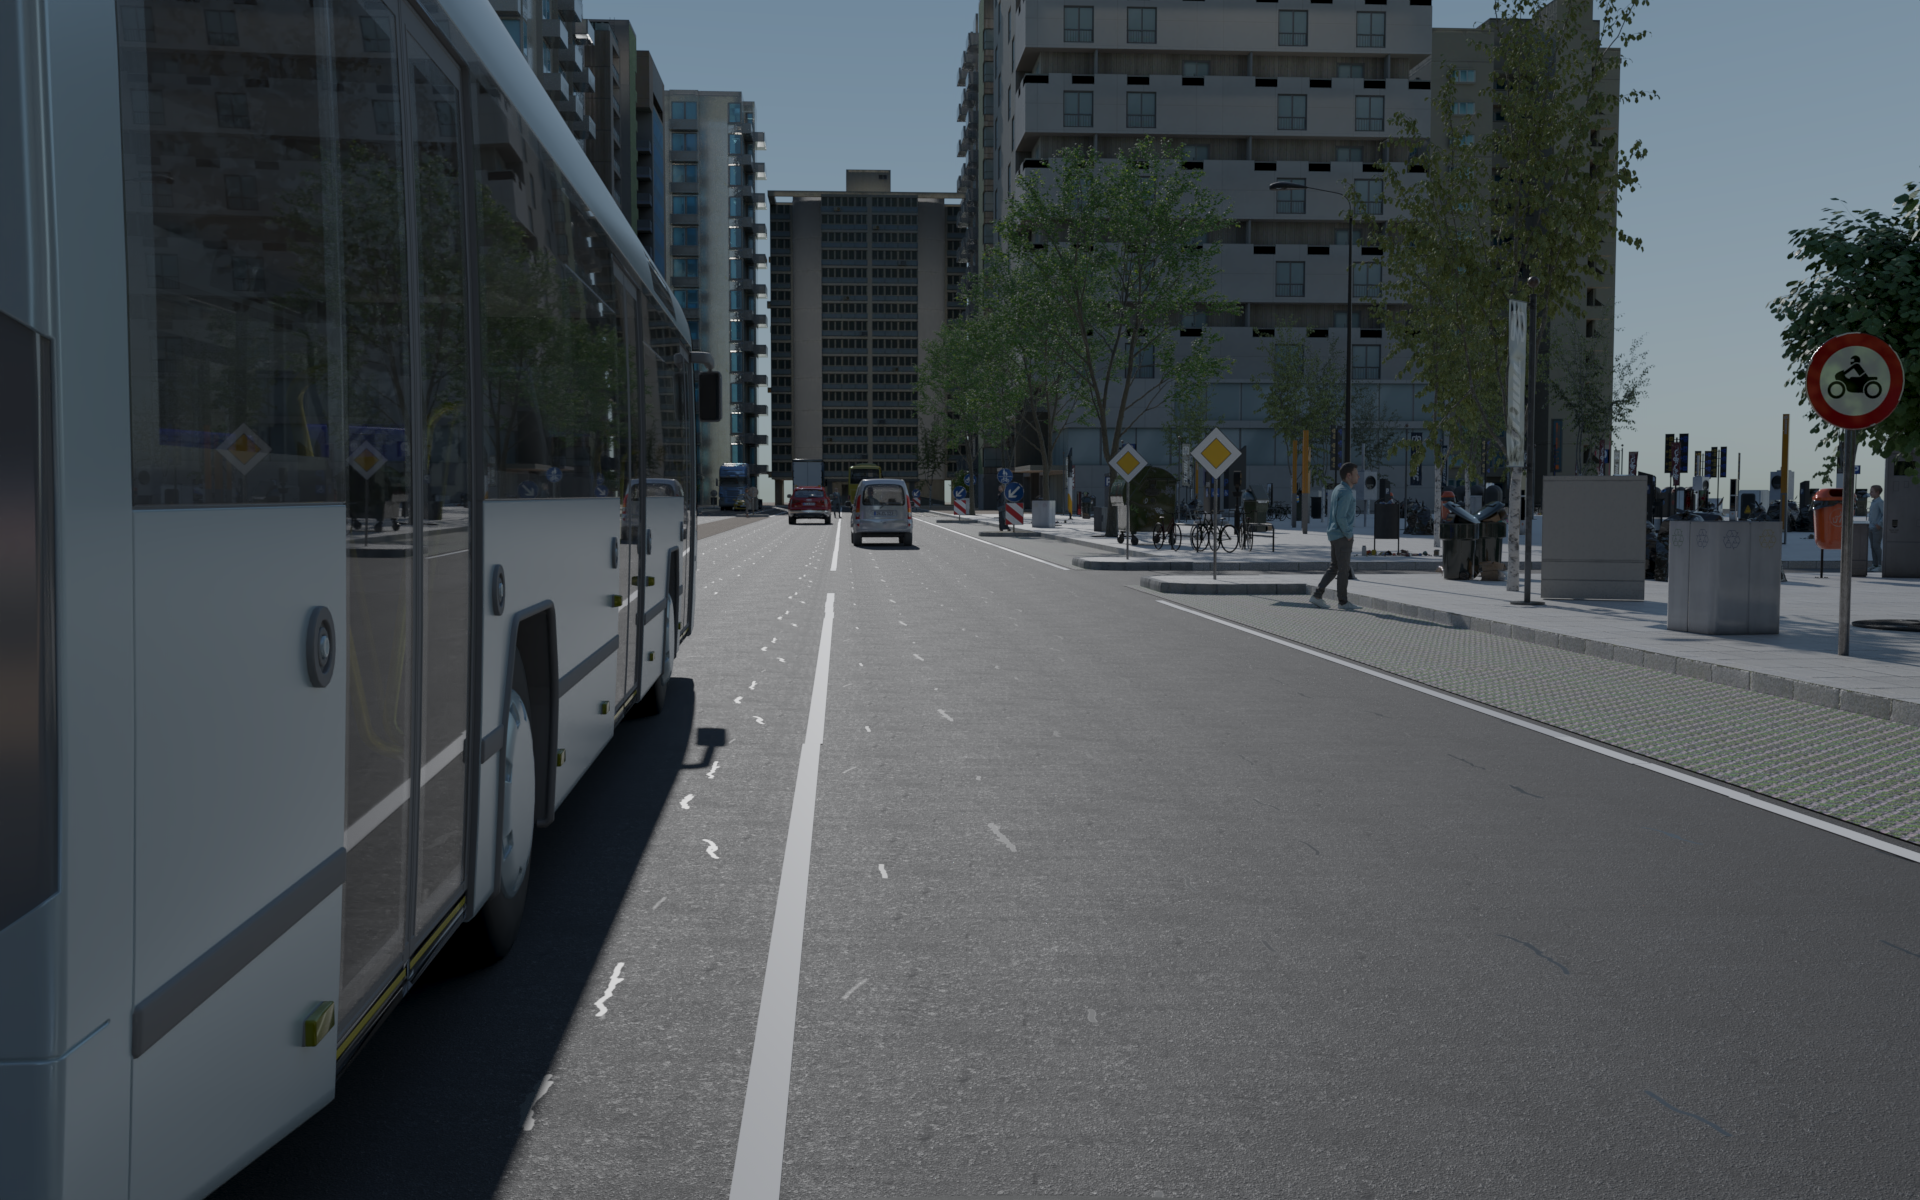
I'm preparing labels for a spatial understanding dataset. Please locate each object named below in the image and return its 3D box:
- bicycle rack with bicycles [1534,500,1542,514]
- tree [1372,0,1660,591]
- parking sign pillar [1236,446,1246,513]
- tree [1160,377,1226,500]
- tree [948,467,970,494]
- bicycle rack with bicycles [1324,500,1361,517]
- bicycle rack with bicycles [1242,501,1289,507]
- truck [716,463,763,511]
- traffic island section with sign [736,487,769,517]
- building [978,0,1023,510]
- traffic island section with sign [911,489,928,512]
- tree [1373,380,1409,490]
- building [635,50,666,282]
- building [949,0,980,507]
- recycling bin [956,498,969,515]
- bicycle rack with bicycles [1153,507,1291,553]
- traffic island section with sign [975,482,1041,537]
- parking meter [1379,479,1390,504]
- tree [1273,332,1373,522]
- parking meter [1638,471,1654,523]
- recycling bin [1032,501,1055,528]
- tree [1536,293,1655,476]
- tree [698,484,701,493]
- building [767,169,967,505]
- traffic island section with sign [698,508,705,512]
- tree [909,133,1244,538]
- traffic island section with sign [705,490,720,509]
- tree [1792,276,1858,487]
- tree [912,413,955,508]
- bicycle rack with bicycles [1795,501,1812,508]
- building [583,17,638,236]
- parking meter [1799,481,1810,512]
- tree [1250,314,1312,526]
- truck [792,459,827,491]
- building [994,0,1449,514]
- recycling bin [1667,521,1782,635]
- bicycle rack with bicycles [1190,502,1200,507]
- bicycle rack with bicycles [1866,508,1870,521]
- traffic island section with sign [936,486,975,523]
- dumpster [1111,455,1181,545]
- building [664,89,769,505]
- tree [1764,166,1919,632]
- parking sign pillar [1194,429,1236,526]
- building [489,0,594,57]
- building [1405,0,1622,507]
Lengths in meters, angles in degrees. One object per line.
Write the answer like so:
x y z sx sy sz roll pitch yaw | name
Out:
36.456 -5.826 108.635 2.852 0.926 2.925 -2 4 -31 | bicycle rack with bicycles
7.290 -4.437 22.901 4.737 8.622 4.395 0 3 0 | tree
15.237 -6.575 95.980 1.447 3.967 1.447 -2 4 -33 | parking sign pillar
13.767 -9.350 103.239 4.737 8.622 4.395 0 3 0 | tree
0.191 -8.202 128.707 1.663 3.219 1.824 0 3 0 | tree
20.670 -5.139 97.404 2.852 0.926 2.925 -3 4 -37 | bicycle rack with bicycles
14.201 -4.215 82.292 2.925 0.926 2.852 -1 4 -19 | bicycle rack with bicycles
-19.800 -10.224 156.921 2.967 4.110 18.799 0 4 -2 | truck
-12.912 -6.098 107.839 2.006 1.907 1.989 0 4 -4 | traffic island section with sign
8.411 -28.179 144.318 14.154 41.232 14.086 0 4 -4 | building
-3.554 -7.759 135.486 1.989 1.847 2.006 0 4 -4 | traffic island section with sign
25.599 -9.639 107.957 4.360 8.622 3.978 0 3 0 | tree
-37.080 -31.942 172.358 14.200 45.320 14.600 0 4 -4 | building
11.273 -33.452 166.552 23.786 49.044 30.456 0 4 -4 | building
0.204 -5.714 105.975 0.722 1.027 0.722 -1 4 -16 | recycling bin
5.807 -1.558 38.855 2.852 0.926 2.925 -1 4 -10 | bicycle rack with bicycles
1.647 -3.051 58.505 1.989 1.847 2.006 0 4 -4 | traffic island section with sign
16.236 -3.701 66.215 0.399 1.863 0.255 -3 5 -41 | parking meter
16.176 -7.815 78.143 4.360 8.622 3.978 0 3 0 | tree
17.270 -2.319 43.627 0.399 1.863 0.255 1 4 23 | parking meter
3.205 -3.292 66.377 0.722 1.027 0.722 2 4 24 | recycling bin
23.206 -6.943 63.884 4.360 8.622 3.978 0 3 0 | tree
-27.776 -11.408 181.120 1.663 3.219 1.824 0 3 0 | tree
-11.111 -31.692 210.052 23.993 40.220 32.217 0 4 -4 | building
-21.098 -7.696 134.457 1.989 1.847 2.006 0 4 -4 | traffic island section with sign
4.472 -7.672 51.190 9.928 11.665 9.643 0 3 0 | tree
-22.955 -9.376 161.924 1.989 1.847 2.006 0 4 -4 | traffic island section with sign
28.355 -6.387 54.796 4.737 8.622 4.395 0 3 0 | tree
-2.609 -12.595 156.282 4.737 8.622 4.395 0 3 0 | tree
54.454 -5.840 108.863 2.925 0.926 2.852 -2 4 -32 | bicycle rack with bicycles
-34.676 -28.191 144.510 14.154 41.232 14.086 0 4 -4 | building
36.530 -4.235 74.945 0.255 1.863 0.399 0 4 -7 | parking meter
13.592 -7.324 70.110 4.737 8.622 4.395 0 3 0 | tree
-12.622 -9.559 145.200 2.839 4.237 11.283 0 4 -3 | truck
16.855 -32.678 123.518 28.713 52.752 27.495 0 4 -4 | building
7.099 -0.217 16.100 0.722 1.027 0.722 -1 4 -12 | recycling bin
9.909 -4.027 79.227 2.852 0.926 2.925 3 5 42 | bicycle rack with bicycles
45.322 -4.332 84.215 2.852 0.926 2.925 2 4 33 | bicycle rack with bicycles
-0.170 -4.706 85.573 1.989 1.847 2.006 0 4 -4 | traffic island section with sign
4.711 -2.536 43.953 1.502 2.255 1.985 0 4 -4 | dumpster
-38.034 -35.768 204.423 30.456 49.044 23.786 0 4 -4 | building
9.434 -2.007 16.527 4.285 4.588 4.351 0 3 0 | tree
10.355 -5.059 71.179 1.447 3.967 1.447 0 4 -4 | parking sign pillar
-37.964 -30.713 121.770 23.786 49.044 30.456 0 4 -4 | building
54.072 -33.709 174.836 21.600 48.544 21.300 0 4 -4 | building
